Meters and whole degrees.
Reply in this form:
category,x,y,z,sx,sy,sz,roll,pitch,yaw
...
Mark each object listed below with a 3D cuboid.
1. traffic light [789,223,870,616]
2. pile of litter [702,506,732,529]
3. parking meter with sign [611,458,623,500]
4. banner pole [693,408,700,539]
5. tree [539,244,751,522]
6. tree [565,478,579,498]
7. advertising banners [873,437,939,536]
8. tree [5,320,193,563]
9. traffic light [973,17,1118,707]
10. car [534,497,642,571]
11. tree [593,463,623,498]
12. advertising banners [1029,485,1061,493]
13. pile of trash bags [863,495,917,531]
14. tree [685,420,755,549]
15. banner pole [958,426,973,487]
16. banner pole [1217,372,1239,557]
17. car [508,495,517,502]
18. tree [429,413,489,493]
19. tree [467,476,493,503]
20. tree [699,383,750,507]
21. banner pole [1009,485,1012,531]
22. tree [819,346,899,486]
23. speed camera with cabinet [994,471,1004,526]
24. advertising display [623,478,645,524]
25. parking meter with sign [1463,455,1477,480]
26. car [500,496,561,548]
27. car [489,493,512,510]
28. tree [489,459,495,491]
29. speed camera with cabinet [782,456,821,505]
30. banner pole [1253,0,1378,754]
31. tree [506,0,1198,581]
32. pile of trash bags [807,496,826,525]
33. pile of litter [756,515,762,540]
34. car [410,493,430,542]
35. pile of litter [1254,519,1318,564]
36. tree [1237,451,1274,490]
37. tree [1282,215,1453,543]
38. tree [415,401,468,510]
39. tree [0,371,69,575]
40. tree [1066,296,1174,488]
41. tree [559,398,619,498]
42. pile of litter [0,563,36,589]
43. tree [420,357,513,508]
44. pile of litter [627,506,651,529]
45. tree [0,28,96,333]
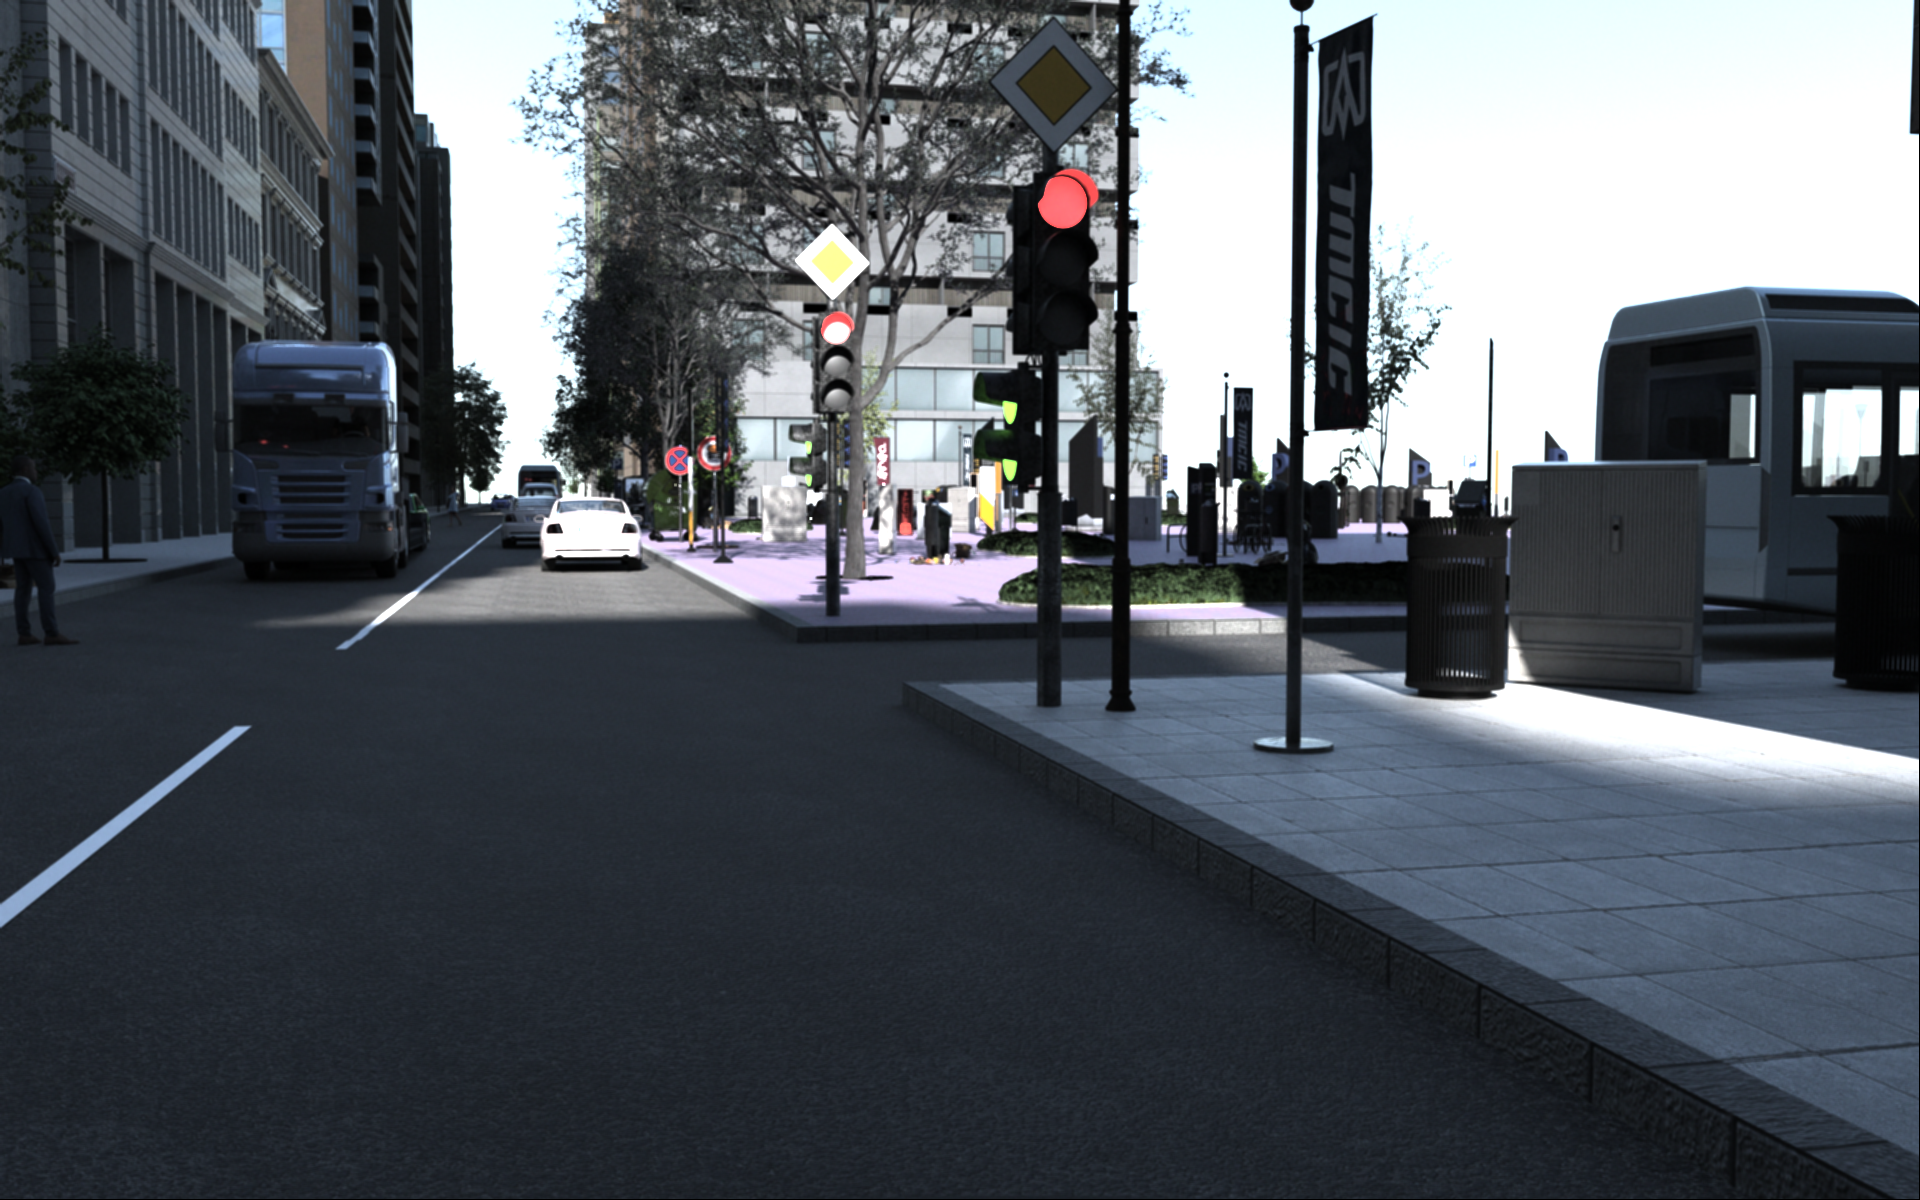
category,x,y,z,sx,sy,sz,roll,pitch,yaw
traffic light,-1.357,-1.787,18.146,0.839,4.253,0.868,-1,4,-14
pile of litter,-8.876,-3.070,64.161,1.176,0.858,1.719,3,5,41
parking meter with sign,-16.721,-5.437,85.148,0.543,3.016,1.738,0,4,-1
banner pole,-7.722,-3.677,50.140,0.401,3.779,0.863,0,4,-5
tree,-14.237,-9.872,78.422,9.611,12.733,9.660,0,3,0
tree,-43.149,-12.188,193.872,1.663,3.219,1.824,0,3,0
advertising banners,-1.660,-3.502,53.440,2.074,3.025,0.090,-1,4,-13
tree,-16.303,-2.998,32.729,4.285,4.588,4.351,0,3,0
traffic light,0.521,-1.313,10.384,0.839,4.253,0.868,-1,4,-14
car,-7.189,-1.300,33.614,2.083,1.381,4.827,-1,4,-13
tree,-19.407,-6.207,96.091,1.663,3.219,1.824,0,3,0
advertising banners,3.470,-4.646,72.155,0.090,3.025,2.074,-3,5,-39
pile of trash bags,-2.457,-3.134,60.991,3.447,1.369,1.912,-3,4,-38
tree,-5.675,-2.855,41.280,1.663,3.219,1.824,0,3,0
banner pole,0.164,-4.496,63.518,0.401,3.779,0.863,3,5,44
banner pole,5.672,-2.791,35.644,0.863,3.779,0.401,-1,4,-19
car,-60.347,-13.416,231.711,2.083,1.381,4.827,-1,4,-12
tree,-44.011,-12.273,151.018,4.737,8.622,4.395,0,3,0
tree,-67.369,-15.879,243.328,4.285,4.588,4.351,0,3,0
tree,-12.747,-8.379,87.365,4.360,8.622,3.978,0,3,0
banner pole,1.515,-3.296,43.905,0.863,3.779,0.401,0,4,-5
tree,-4.966,-8.338,86.696,4.737,8.622,4.395,0,3,0
speed camera with cabinet,1.364,-4.587,69.330,0.660,3.252,2.038,0,4,7
advertising display,-12.752,-3.827,67.788,0.123,1.923,0.974,3,5,42
parking meter with sign,22.760,-4.955,77.268,0.543,3.016,1.738,1,4,18
car,-11.535,-2.145,47.428,2.083,1.381,4.827,-1,4,-12
car,-40.550,-8.772,153.007,1.945,1.707,3.694,-1,4,-14
tree,-59.056,-16.056,212.878,4.737,8.622,4.395,0,3,0
speed camera with cabinet,-8.294,-5.905,90.887,2.038,3.252,0.660,0,4,-4
banner pole,1.760,-1.125,8.408,0.401,3.779,0.863,-1,4,-20
tree,-1.475,-7.062,25.830,12.009,13.543,11.850,0,3,0
pile of trash bags,-6.234,-3.870,73.032,3.447,1.369,1.912,-2,4,-24
pile of litter,-5.127,-2.122,48.654,1.176,0.858,1.719,-1,4,-13
car,-16.327,-2.508,49.802,1.959,1.807,4.718,-1,4,-12
pile of litter,5.615,-0.979,29.972,1.176,0.858,1.719,3,4,38
tree,13.200,-5.090,77.820,1.663,3.219,1.824,0,3,0
tree,10.930,-5.836,45.788,4.360,8.622,3.978,0,3,0
tree,-40.847,-11.438,137.378,4.360,8.622,3.978,0,3,0
tree,-15.042,-1.989,27.116,1.663,3.219,1.824,0,3,0
tree,5.984,-6.947,63.944,4.360,8.622,3.978,0,3,0
tree,-26.921,-10.739,125.938,4.360,8.622,3.978,0,3,0
pile of litter,-13.296,-0.618,24.067,1.176,0.858,1.719,0,4,-7
tree,-46.332,-15.521,160.420,9.857,13.997,8.962,0,3,0
pile of litter,-11.958,-3.060,64.000,1.176,0.858,1.719,-1,4,-18
tree,-12.507,-4.253,19.897,4.737,8.622,4.395,0,3,0
